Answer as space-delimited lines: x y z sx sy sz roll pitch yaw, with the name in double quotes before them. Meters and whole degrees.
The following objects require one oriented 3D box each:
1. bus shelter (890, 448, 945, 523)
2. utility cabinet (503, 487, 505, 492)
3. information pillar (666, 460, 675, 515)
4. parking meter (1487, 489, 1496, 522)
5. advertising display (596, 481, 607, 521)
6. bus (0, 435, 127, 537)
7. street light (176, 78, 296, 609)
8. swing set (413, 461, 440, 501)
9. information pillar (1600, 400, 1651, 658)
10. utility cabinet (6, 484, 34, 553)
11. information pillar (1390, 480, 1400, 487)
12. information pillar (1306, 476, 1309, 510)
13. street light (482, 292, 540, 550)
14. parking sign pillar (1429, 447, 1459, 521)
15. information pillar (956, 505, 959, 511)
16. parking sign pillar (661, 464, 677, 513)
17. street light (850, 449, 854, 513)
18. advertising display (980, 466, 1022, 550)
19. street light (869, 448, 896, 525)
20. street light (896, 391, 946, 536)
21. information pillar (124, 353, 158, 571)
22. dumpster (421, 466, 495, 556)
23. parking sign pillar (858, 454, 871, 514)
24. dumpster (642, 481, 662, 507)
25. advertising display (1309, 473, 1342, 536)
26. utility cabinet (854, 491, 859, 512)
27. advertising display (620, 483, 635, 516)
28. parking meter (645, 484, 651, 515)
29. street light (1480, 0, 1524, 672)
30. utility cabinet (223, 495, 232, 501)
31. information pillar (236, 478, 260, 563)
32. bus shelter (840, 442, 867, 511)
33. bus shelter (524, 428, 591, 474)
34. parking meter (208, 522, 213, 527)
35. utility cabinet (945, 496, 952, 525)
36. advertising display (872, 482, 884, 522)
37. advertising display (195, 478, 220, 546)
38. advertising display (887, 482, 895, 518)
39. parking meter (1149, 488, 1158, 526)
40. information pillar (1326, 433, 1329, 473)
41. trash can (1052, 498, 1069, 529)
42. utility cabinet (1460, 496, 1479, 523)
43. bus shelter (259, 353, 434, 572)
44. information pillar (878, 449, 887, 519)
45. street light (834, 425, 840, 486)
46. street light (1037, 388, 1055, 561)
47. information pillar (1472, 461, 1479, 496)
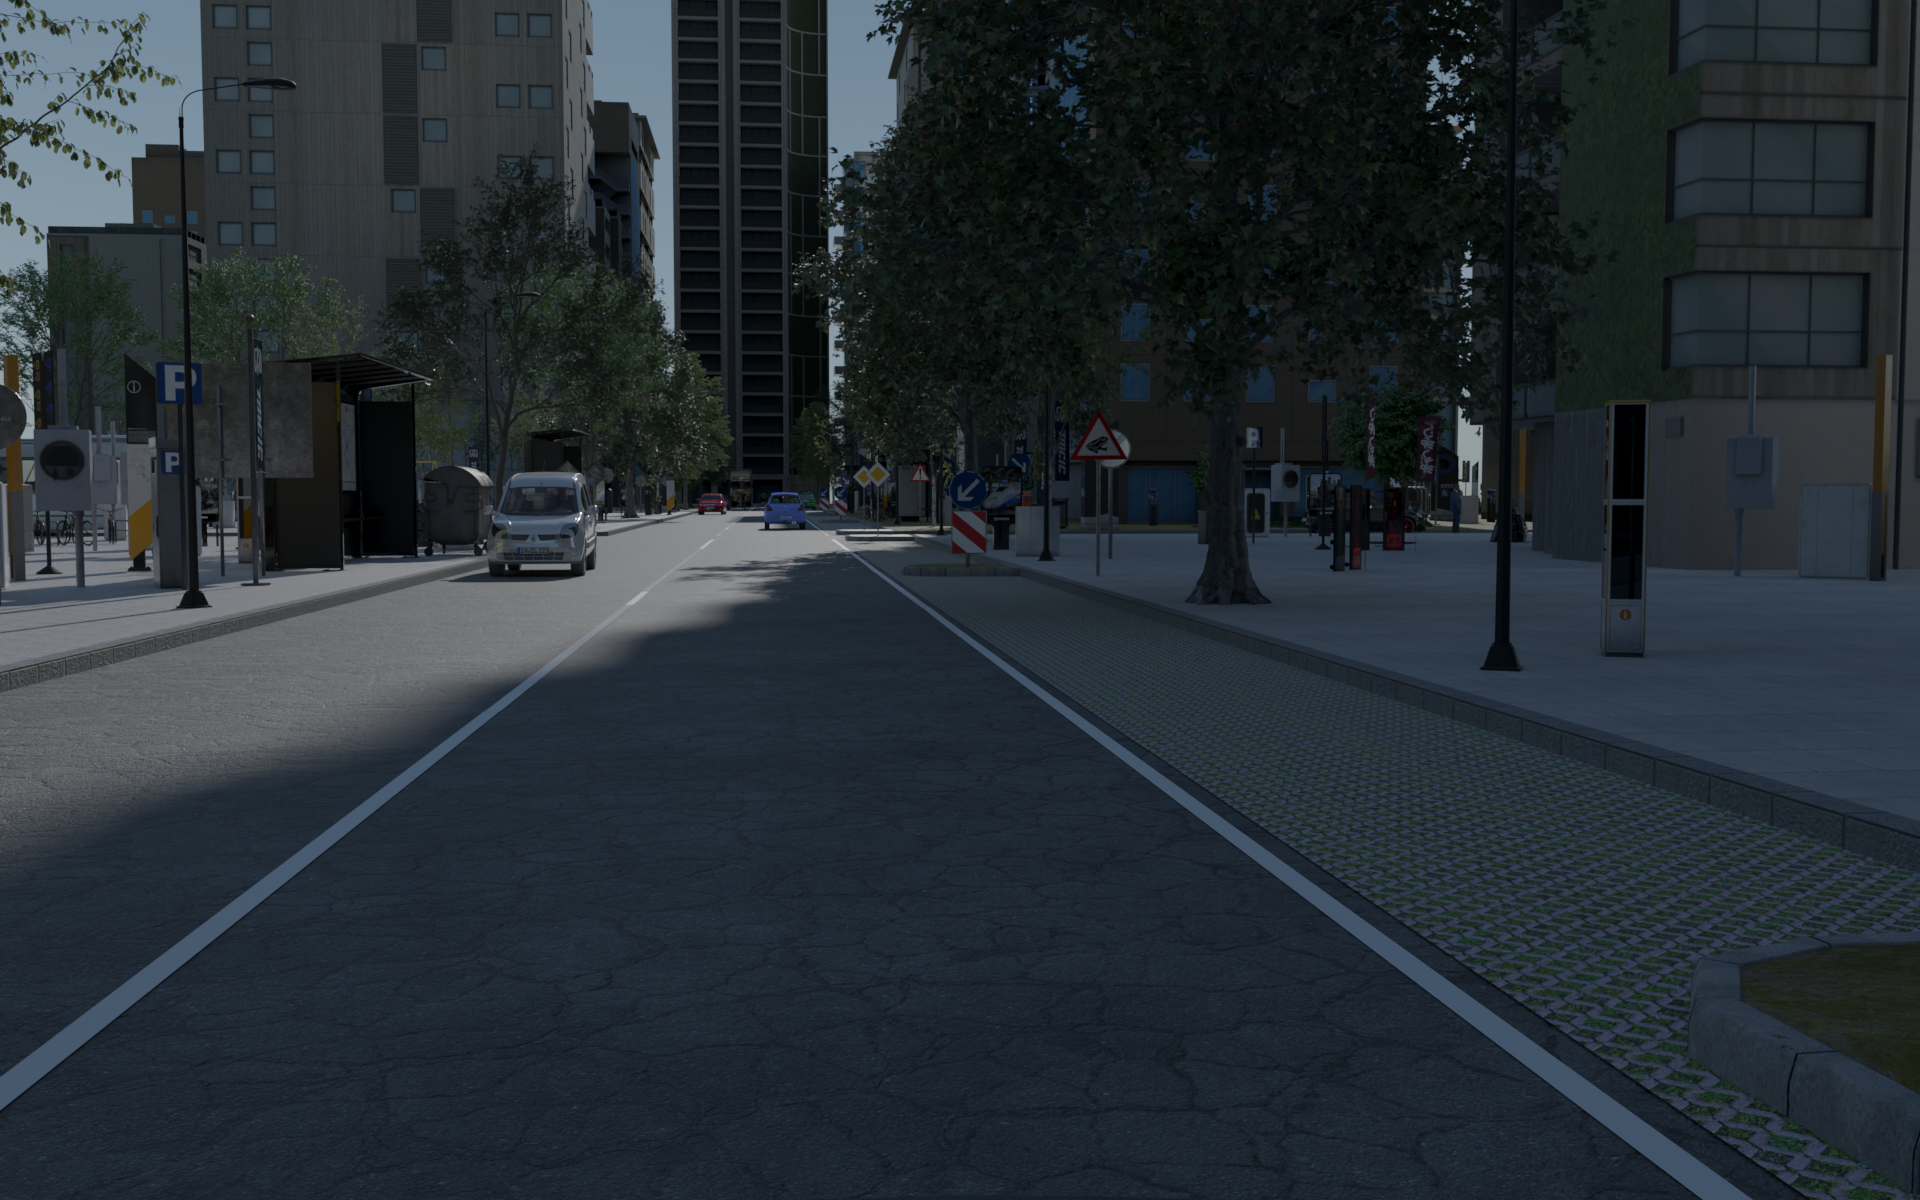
"bus shelter" -1.950 -5.156 78.231 2.014 3.302 5.546 0 4 -6
"utility cabinet" -13.118 -2.656 52.098 1.173 1.500 0.318 -1 4 -18
"information pillar" -17.729 -7.013 106.015 0.504 3.616 0.183 0 4 5
"parking meter" 24.138 -4.298 78.679 0.372 1.533 0.369 0 3 0
"advertising display" -17.168 -4.739 82.696 0.123 1.923 0.974 -3 5 -43
"bus" -32.594 -3.653 54.589 13.247 3.499 2.948 0 4 -5
"street light" -8.113 -2.868 19.439 1.470 5.913 1.316 0 4 -6
"swing set" -26.236 -5.191 82.489 3.119 2.851 2.862 0 4 5
"information pillar" 5.252 -0.562 13.682 0.304 2.012 0.304 1 4 13
"utility cabinet" -20.610 -1.753 37.348 0.318 1.500 1.173 2 4 26
"information pillar" 13.934 -3.912 55.323 0.183 3.616 0.504 -2 4 -24
"information pillar" 13.948 -3.930 68.741 0.304 2.012 0.304 -3 4 -36
"street light" -10.353 -4.122 39.928 1.470 5.913 1.316 0 4 -6
"parking sign pillar" 23.399 -5.819 83.609 1.447 3.967 1.447 1 4 13
"information pillar" -0.257 -6.506 110.868 0.304 2.012 0.304 -2 4 -23
"parking sign pillar" -20.238 -7.990 119.104 1.447 3.967 1.447 0 4 -4
"street light" -5.297 -7.378 93.179 1.470 5.913 1.316 0 4 -6
"advertising display" 0.947 -2.119 39.863 0.974 1.923 0.123 -1 4 -9
"street light" -3.169 -6.125 72.678 1.470 5.913 1.316 0 4 -6
"street light" -1.116 -4.952 53.508 1.470 5.913 1.316 0 4 -6
"information pillar" -13.636 -2.294 28.868 0.504 3.616 0.183 -1 4 -20
"dumpster" -10.538 -1.873 36.386 1.264 1.857 1.865 0 4 -6
"parking sign pillar" -6.013 -7.723 114.741 1.447 3.967 1.447 0 4 3
"dumpster" -21.996 -7.445 124.224 1.502 2.255 1.985 0 4 -6
"advertising display" 11.058 -2.889 52.451 0.974 1.923 0.123 0 4 7
"utility cabinet" -6.896 -6.862 120.867 0.318 1.500 1.173 2 4 34
"advertising display" -19.176 -5.790 99.876 0.123 1.923 0.974 3 5 45
"parking meter" -18.912 -6.069 104.932 0.255 1.863 0.399 1 4 17
"street light" 3.428 -2.441 12.452 1.470 5.913 1.316 0 4 -6
"utility cabinet" -42.706 -5.465 100.521 1.020 1.237 0.306 0 4 4
"information pillar" -13.221 -1.691 32.144 0.304 2.012 0.304 0 4 -6
"bus shelter" -7.900 -9.340 130.344 2.179 5.291 8.768 0 4 -6
"bus shelter" -14.878 -4.466 64.296 1.731 3.624 6.357 0 4 -6
"parking meter" -29.026 -3.602 67.308 0.372 1.533 0.369 0 3 0
"utility cabinet" -0.470 -3.673 71.213 0.306 1.237 1.020 0 3 0
"advertising display" -3.829 -4.617 80.704 0.123 1.923 0.974 2 4 26
"advertising display" -18.618 -2.270 42.331 0.974 1.923 0.123 -3 4 -39
"advertising display" -3.611 -5.357 92.796 0.123 1.923 0.974 2 4 35
"parking meter" 7.833 -3.774 70.112 0.372 1.533 0.369 0 3 0
"information pillar" 13.140 -4.332 62.190 0.183 3.616 0.504 0 4 3
"trash can" 3.678 -3.196 63.906 0.748 1.137 0.748 0 3 0
"utility cabinet" 22.119 -3.946 75.678 1.020 1.237 0.306 0 4 -6
"bus shelter" -11.120 -2.478 31.797 1.731 3.624 6.357 0 4 -6
"information pillar" -4.002 -5.976 89.064 0.504 3.616 0.183 -1 4 -11
"street light" -7.680 -8.689 114.611 1.470 5.913 1.316 0 4 -6
"street light" 1.120 -3.699 33.019 1.470 5.913 1.316 0 4 -6
"information pillar" 36.385 -8.010 122.314 0.504 3.616 0.183 -1 4 -13
